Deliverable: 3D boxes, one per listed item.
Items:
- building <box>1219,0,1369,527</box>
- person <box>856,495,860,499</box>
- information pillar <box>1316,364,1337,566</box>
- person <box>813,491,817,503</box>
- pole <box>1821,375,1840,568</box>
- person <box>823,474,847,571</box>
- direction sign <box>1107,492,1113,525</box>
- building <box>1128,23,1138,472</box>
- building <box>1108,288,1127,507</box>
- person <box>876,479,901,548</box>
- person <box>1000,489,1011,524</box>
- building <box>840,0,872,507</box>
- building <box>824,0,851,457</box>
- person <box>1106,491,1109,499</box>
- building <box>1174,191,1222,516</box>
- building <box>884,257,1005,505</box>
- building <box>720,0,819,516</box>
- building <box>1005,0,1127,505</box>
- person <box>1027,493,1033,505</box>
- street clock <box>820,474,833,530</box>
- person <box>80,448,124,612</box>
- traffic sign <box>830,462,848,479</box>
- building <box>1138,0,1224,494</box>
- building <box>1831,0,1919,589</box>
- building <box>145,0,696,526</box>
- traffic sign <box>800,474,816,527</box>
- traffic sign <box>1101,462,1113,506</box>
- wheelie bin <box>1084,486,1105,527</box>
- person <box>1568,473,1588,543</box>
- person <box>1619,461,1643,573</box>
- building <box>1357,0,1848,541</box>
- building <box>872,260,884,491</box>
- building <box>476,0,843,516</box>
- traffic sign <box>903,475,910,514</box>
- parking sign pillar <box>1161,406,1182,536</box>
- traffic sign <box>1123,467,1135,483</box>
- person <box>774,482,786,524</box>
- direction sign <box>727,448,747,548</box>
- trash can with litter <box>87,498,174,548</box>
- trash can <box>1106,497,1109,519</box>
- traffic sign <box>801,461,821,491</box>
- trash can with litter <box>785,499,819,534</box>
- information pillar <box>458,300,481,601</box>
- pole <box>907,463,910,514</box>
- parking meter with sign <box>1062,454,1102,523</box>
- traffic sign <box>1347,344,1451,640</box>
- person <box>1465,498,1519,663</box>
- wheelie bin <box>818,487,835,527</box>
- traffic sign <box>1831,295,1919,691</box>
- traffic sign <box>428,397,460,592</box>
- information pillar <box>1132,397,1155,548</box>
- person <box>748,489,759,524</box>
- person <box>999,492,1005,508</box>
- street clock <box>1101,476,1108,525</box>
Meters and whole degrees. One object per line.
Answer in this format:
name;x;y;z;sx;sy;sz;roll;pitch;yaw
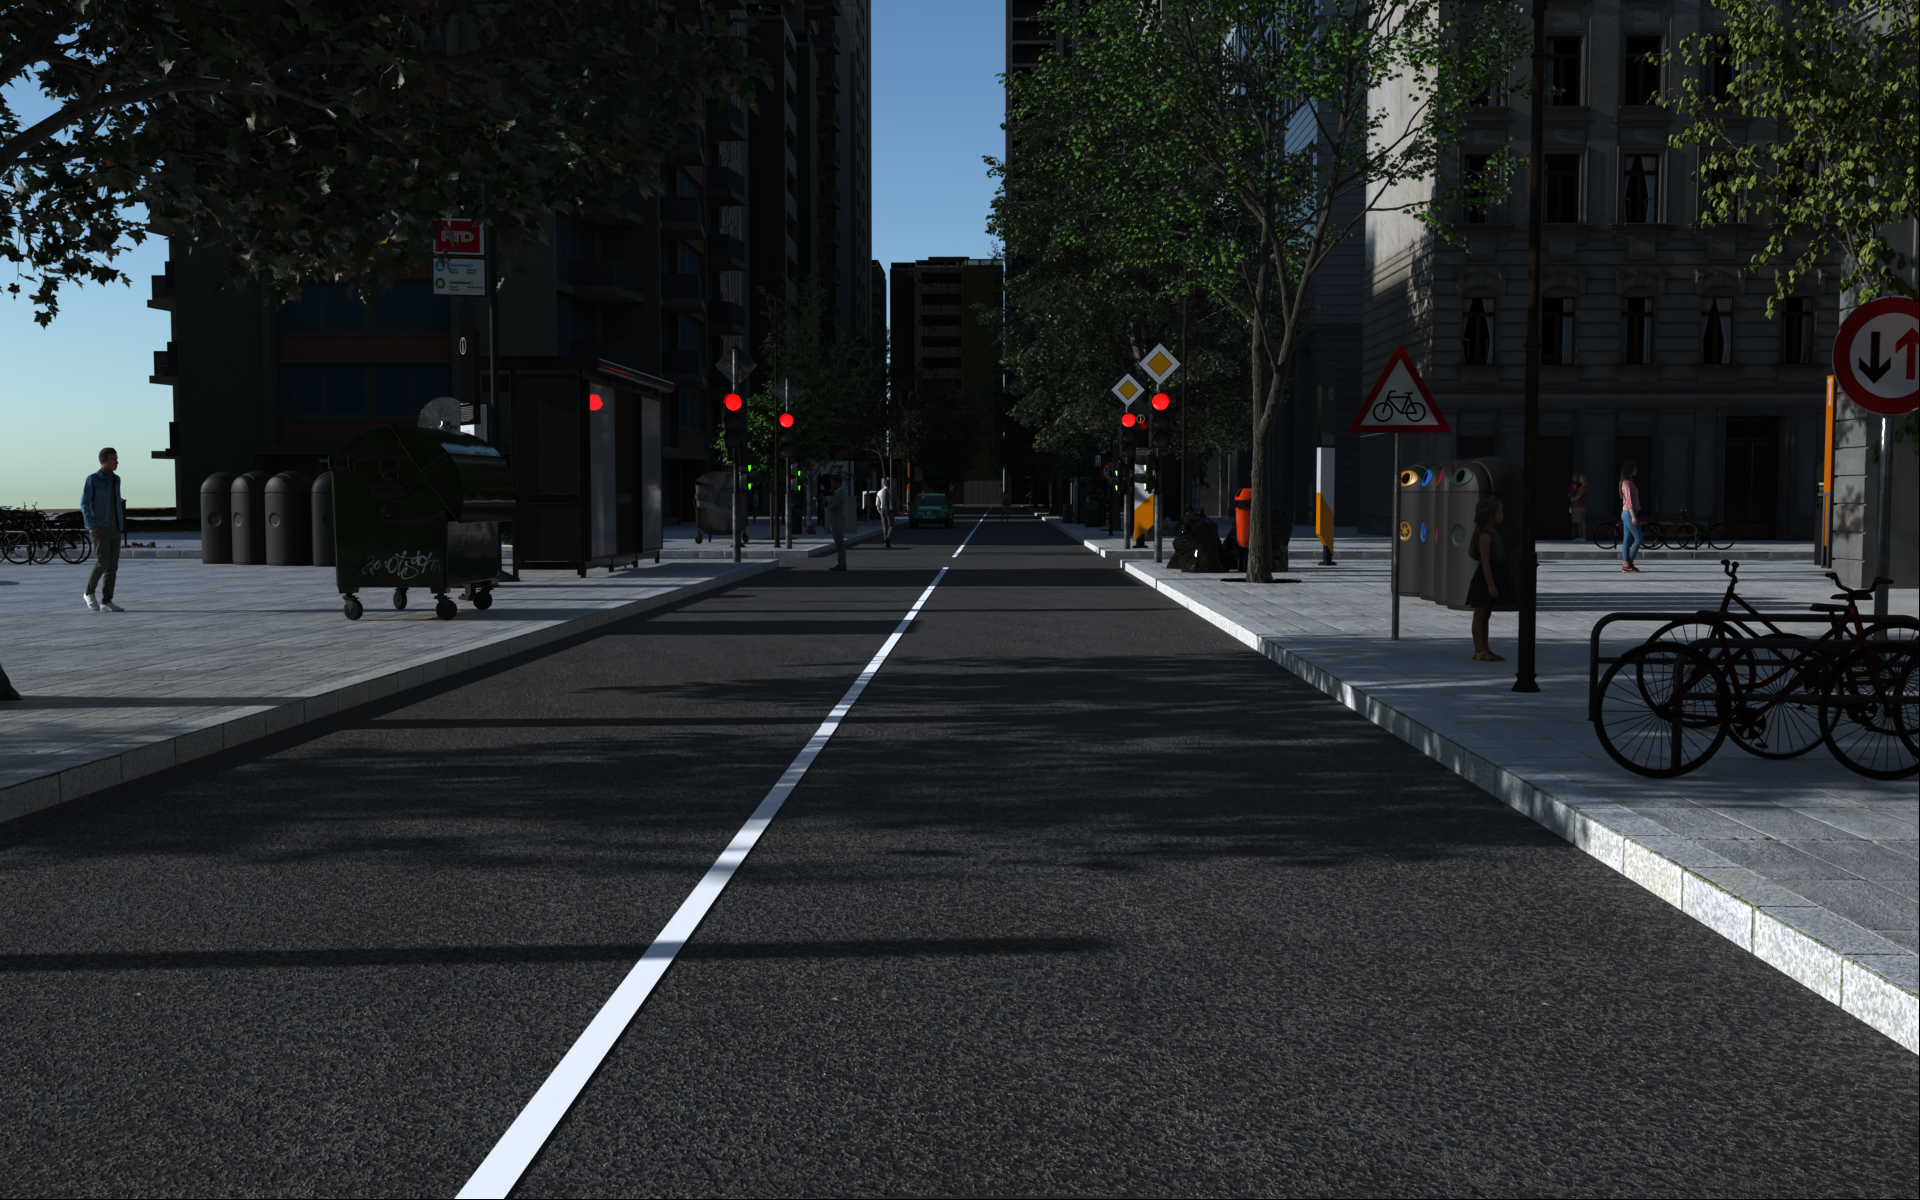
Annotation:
building;19.623;-18.623;81.978;11.434;29.767;29.804;0;4;1
person;-8.143;-7.564;130.439;1.217;1.743;0.721;1;4;20
information pillar;6.561;-2.427;31.029;0.183;3.616;0.504;3;5;43
person;-7.752;-5.448;95.471;0.623;1.781;0.721;-3;4;-37
pole;15.011;-2.202;29.849;0.158;3.312;0.155;0;3;0
person;-2.357;-1.456;32.485;0.466;1.800;0.511;-1;4;-21
direction sign;6.375;-4.939;72.749;0.379;3.537;0.876;0;4;6
building;25.441;-37.417;153.767;21.231;58.520;28.212;0;4;1
building;22.046;-24.730;176.032;14.160;30.474;14.107;0;4;1
person;-1.911;-2.311;46.389;0.679;1.850;0.850;1;4;8
person;2.227;-4.529;83.550;0.512;1.701;0.522;-1;4;-15
building;-19.743;-44.961;173.360;20.611;71.187;20.563;0;4;1
building;-17.046;-30.651;151.256;14.600;45.320;14.200;0;4;1
person;10.861;-7.233;125.241;0.436;1.711;0.756;3;5;44
building;19.115;-15.404;106.605;10.420;20.320;16.860;0;4;1
building;-1.498;-27.039;213.783;14.107;30.474;14.160;0;4;1
building;-16.138;-20.276;103.220;14.160;30.474;14.107;0;4;1
building;15.938;-47.547;215.643;20.611;71.187;20.563;0;4;1
person;7.841;-11.261;190.953;1.217;1.735;0.721;0;4;-7
street clock;-4.667;-3.456;61.081;0.471;2.002;0.358;-3;5;-39
person;-9.317;-0.761;18.834;0.444;1.785;0.601;1;4;23
traffic sign;-4.738;-4.154;68.016;0.768;2.556;0.104;1;4;9
building;24.672;-30.919;129.223;21.300;48.544;21.600;0;4;1
building;17.262;-14.134;8.584;11.434;29.767;29.804;0;4;1
building;-21.157;-25.617;73.461;22.147;44.769;28.867;0;4;1
traffic sign;-5.994;-4.099;67.027;0.884;2.594;0.081;0;4;7
traffic sign;5.945;-4.187;68.558;0.768;2.556;0.104;0;4;5
wheelie bin;5.220;-3.625;67.170;0.693;1.594;0.980;2;4;24
person;16.455;-2.447;46.033;0.573;1.828;0.580;-3;5;-43
person;10.951;-1.358;28.262;0.388;1.821;0.555;0;4;5
building;21.909;-12.382;51.596;18.267;20.994;9.793;0;4;1
building;-16.372;-27.086;214.556;14.107;30.474;14.160;0;4;1
building;-20.548;-29.066;129.855;22.147;44.769;28.867;0;4;1
traffic sign;-3.669;-6.895;112.840;0.768;2.556;0.104;0;4;7
parking sign pillar;6.549;-3.990;53.716;1.447;3.967;1.447;-1;4;-15
traffic sign;7.442;-4.739;77.595;0.768;2.556;0.104;0;4;3
person;-7.653;-4.156;73.806;0.655;1.846;0.447;0;4;-1
direction sign;-5.350;-3.034;41.606;0.379;3.537;0.876;2;4;24
trash can with litter;-19.878;-1.850;41.311;2.233;1.210;1.678;1;4;16
trash can;7.353;-4.642;87.550;0.748;1.137;0.748;0;3;0
traffic sign;-5.368;-3.788;62.036;0.768;2.556;0.104;0;4;6
trash can with litter;-5.028;-2.681;55.228;1.055;1.170;0.624;-1;4;-9
information pillar;-5.884;-1.802;20.820;0.183;3.616;0.504;-3;4;-36
pole;-3.340;-7.313;113.402;0.158;3.312;0.155;0;3;0
parking meter with sign;5.353;-4.876;75.978;1.738;3.016;0.543;-2;4;-25
traffic sign;3.829;-0.927;15.160;0.884;2.594;0.081;0;4;5
person;4.085;-0.158;13.290;0.373;1.253;0.362;2;4;35
wheelie bin;-5.099;-3.629;67.243;0.693;1.594;0.980;1;4;12
traffic sign;5.988;-0.679;11.213;0.768;2.556;0.104;0;4;3
traffic sign;-6.732;-1.380;22.665;0.768;2.556;0.104;0;4;6
information pillar;4.361;-3.037;41.014;0.504;3.616;0.183;2;4;25
person;-8.745;-3.993;73.929;0.503;1.515;0.523;2;4;33
person;4.559;-10.407;179.366;1.217;1.735;0.721;-1;4;-20
street clock;5.897;-4.060;70.956;0.358;2.002;0.471;0;4;6
